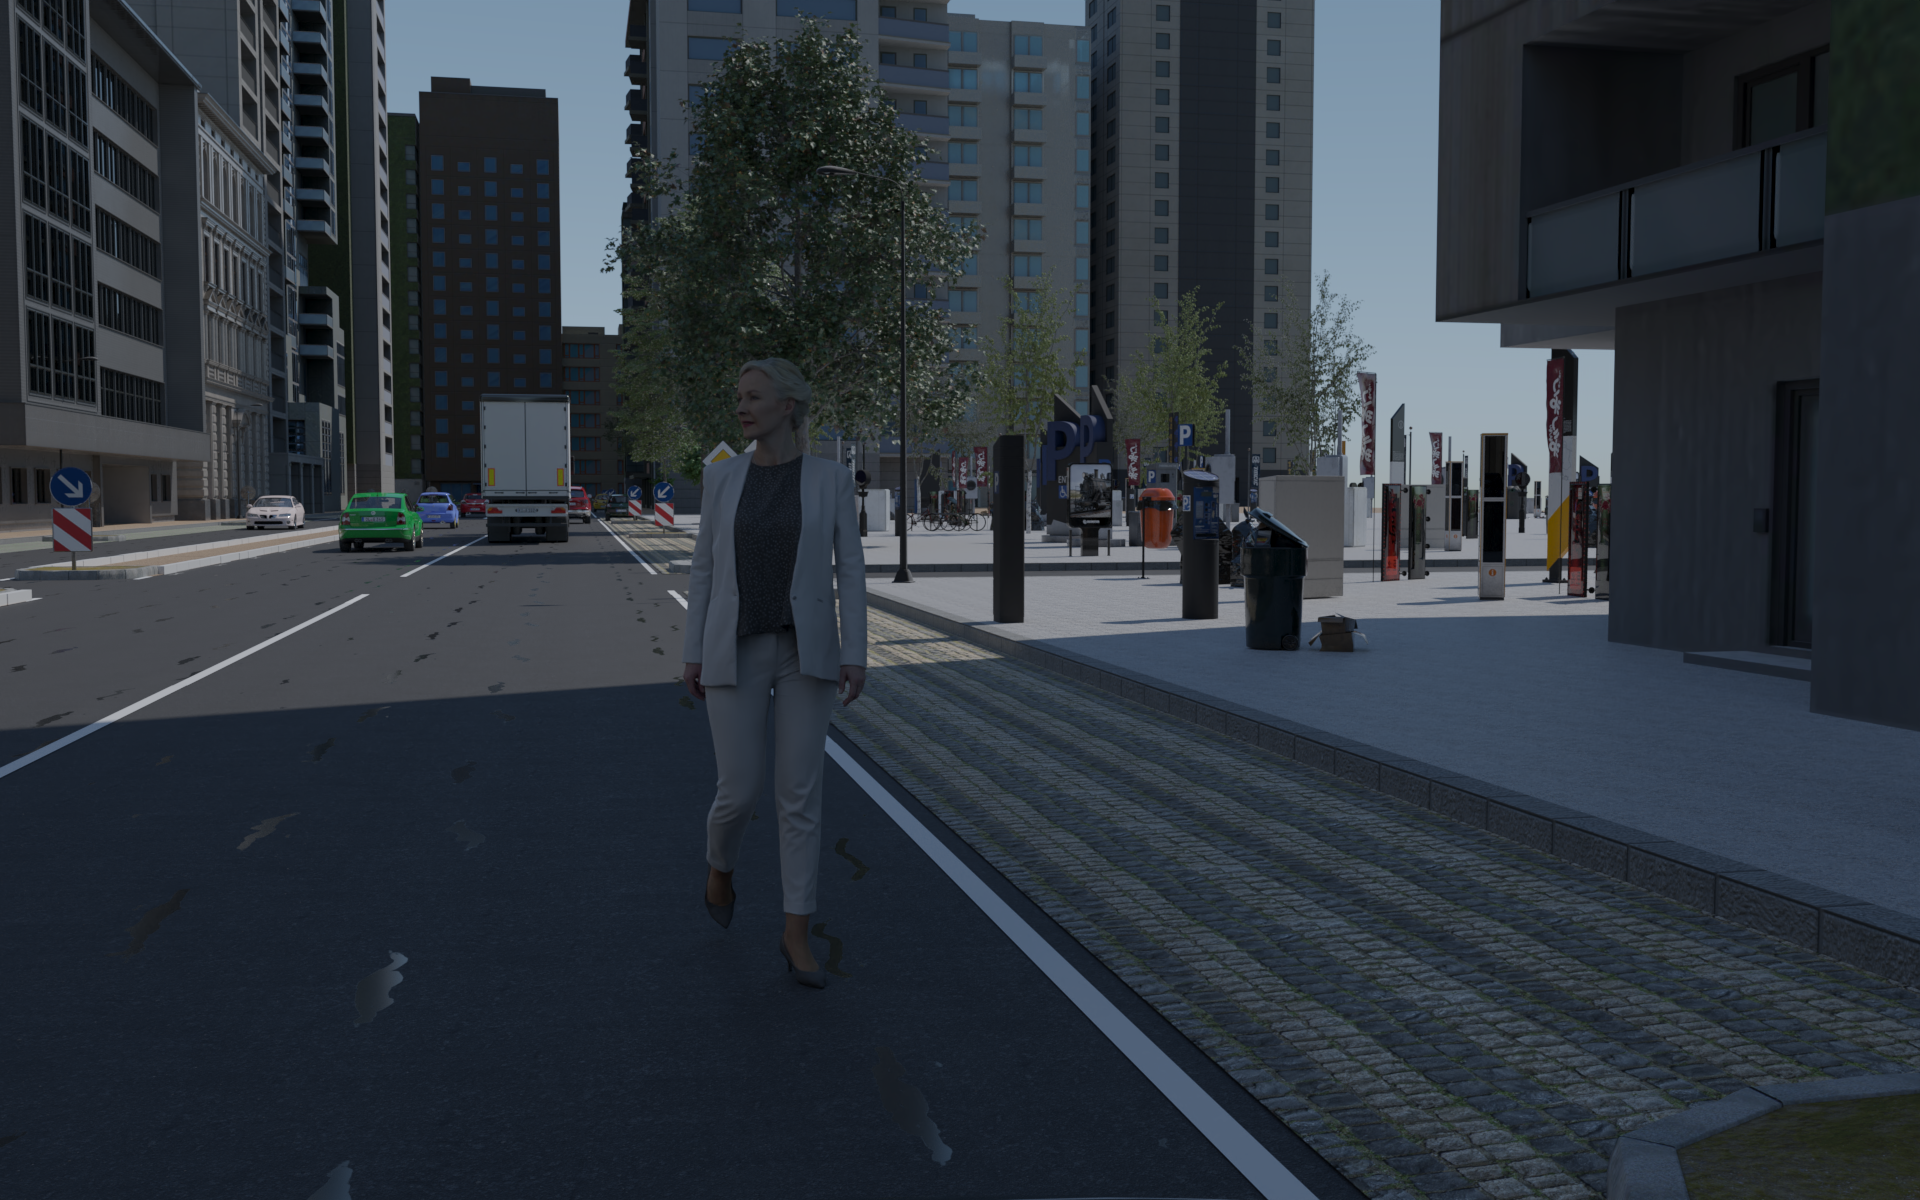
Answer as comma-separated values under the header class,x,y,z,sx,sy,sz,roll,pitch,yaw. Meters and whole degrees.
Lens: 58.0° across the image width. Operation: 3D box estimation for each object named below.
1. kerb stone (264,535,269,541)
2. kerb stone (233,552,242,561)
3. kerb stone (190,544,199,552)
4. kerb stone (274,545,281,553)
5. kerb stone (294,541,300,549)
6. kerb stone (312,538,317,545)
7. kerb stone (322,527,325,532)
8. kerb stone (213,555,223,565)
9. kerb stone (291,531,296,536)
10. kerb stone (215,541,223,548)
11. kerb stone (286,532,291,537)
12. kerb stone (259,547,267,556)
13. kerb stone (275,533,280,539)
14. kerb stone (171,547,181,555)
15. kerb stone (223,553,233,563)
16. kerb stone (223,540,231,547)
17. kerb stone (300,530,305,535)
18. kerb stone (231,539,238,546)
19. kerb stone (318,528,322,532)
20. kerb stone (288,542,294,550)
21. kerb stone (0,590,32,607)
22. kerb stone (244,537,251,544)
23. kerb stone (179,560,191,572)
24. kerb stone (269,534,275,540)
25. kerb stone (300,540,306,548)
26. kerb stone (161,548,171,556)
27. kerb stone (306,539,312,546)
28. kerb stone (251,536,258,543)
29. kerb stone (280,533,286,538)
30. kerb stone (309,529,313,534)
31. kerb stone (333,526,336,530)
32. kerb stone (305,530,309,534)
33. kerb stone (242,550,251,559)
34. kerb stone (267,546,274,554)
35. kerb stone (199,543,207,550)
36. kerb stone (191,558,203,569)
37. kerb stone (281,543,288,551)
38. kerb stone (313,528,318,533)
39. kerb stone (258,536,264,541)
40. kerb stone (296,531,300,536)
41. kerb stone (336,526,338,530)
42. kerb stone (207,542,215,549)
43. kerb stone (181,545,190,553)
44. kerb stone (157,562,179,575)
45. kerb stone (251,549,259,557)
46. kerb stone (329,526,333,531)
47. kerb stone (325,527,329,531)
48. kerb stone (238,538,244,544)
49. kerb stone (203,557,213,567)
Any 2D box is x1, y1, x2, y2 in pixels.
class,x,y,z,sx,sy,sz,roll,pitch,yaw
kerb stone,-21.320,-1.878,52.895,0.120,0.150,1.000,-1,4,-13
kerb stone,-15.688,-0.924,37.304,0.120,0.150,1.000,-1,4,-13
kerb stone,-19.082,-1.265,42.876,0.120,0.150,1.000,-1,4,-13
kerb stone,-16.805,-1.229,42.325,0.120,0.150,1.000,-1,4,-13
kerb stone,-17.479,-1.415,45.328,0.120,0.150,1.000,-1,4,-13
kerb stone,-18.149,-1.599,48.341,0.120,0.150,1.000,-1,4,-13
kerb stone,-24.018,-2.610,64.910,0.120,0.150,1.000,-1,4,-13
kerb stone,-15.237,-0.799,35.300,0.120,0.150,1.000,-1,4,-13
kerb stone,-22.443,-2.184,57.903,0.120,0.150,1.000,-1,4,-13
kerb stone,-19.750,-1.449,45.890,0.120,0.150,1.000,-1,4,-13
kerb stone,-22.218,-2.123,56.902,0.120,0.150,1.000,-1,4,-13
kerb stone,-16.351,-1.108,40.308,0.120,0.150,1.000,-1,4,-13
kerb stone,-21.775,-2.001,54.906,0.120,0.150,1.000,-1,4,-13
kerb stone,-18.630,-1.141,40.868,0.120,0.150,1.000,-1,4,-13
kerb stone,-15.451,-0.862,36.300,0.120,0.150,1.000,-1,4,-13
kerb stone,-19.975,-1.510,46.887,0.120,0.150,1.000,-1,4,-13
kerb stone,-22.884,-2.305,59.901,0.120,0.150,1.000,-1,4,-13
kerb stone,-20.197,-1.566,47.894,0.120,0.150,1.000,-1,4,-13
kerb stone,-23.785,-2.544,63.913,0.120,0.150,1.000,-1,4,-13
kerb stone,-17.253,-1.353,44.320,0.120,0.150,1.000,-1,4,-13
kerb stone,-12.423,-0.033,22.772,0.120,0.150,1.000,-1,4,-13
kerb stone,-20.651,-1.690,49.901,0.120,0.150,1.000,-1,4,-13
kerb stone,-14.559,-0.618,32.306,0.120,0.150,1.000,-1,4,-13
kerb stone,-21.541,-1.933,53.894,0.120,0.150,1.000,-1,4,-13
kerb stone,-17.699,-1.476,46.326,0.120,0.150,1.000,-1,4,-13
kerb stone,-18.401,-1.081,39.871,0.120,0.150,1.000,-1,4,-13
kerb stone,-17.925,-1.538,47.335,0.120,0.150,1.000,-1,4,-13
kerb stone,-20.869,-1.756,50.899,0.120,0.150,1.000,-1,4,-13
kerb stone,-21.989,-2.062,55.905,0.120,0.150,1.000,-1,4,-13
kerb stone,-23.343,-2.422,61.904,0.120,0.150,1.000,-1,4,-13
kerb stone,-24.688,-2.796,67.910,0.120,0.150,1.000,-1,4,-13
kerb stone,-23.110,-2.360,60.907,0.120,0.150,1.000,-1,4,-13
kerb stone,-15.904,-0.983,38.313,0.120,0.150,1.000,-1,4,-13
kerb stone,-16.578,-1.170,41.322,0.120,0.150,1.000,-1,4,-13
kerb stone,-19.297,-1.326,43.875,0.120,0.150,1.000,-1,4,-13
kerb stone,-14.786,-0.680,33.306,0.120,0.150,1.000,-1,4,-13
kerb stone,-17.020,-1.292,43.325,0.120,0.150,1.000,-1,4,-13
kerb stone,-23.561,-2.490,62.915,0.120,0.150,1.000,-1,4,-13
kerb stone,-21.096,-1.817,51.897,0.120,0.150,1.000,-1,4,-13
kerb stone,-22.667,-2.244,58.901,0.120,0.150,1.000,-1,4,-13
kerb stone,-24.897,-2.857,68.911,0.120,0.150,1.000,-1,4,-13
kerb stone,-19.526,-1.387,44.878,0.120,0.150,1.000,-1,4,-13
kerb stone,-18.857,-1.204,41.879,0.120,0.150,1.000,-1,4,-13
kerb stone,-14.329,-0.557,31.297,0.120,0.150,1.000,-1,4,-13
kerb stone,-16.122,-1.047,39.311,0.120,0.150,1.000,-1,4,-13
kerb stone,-24.457,-2.731,66.914,0.120,0.150,1.000,-1,4,-13
kerb stone,-24.237,-2.674,65.913,0.120,0.150,1.000,-1,4,-13
kerb stone,-20.435,-1.633,48.901,0.120,0.150,1.000,-1,4,-13
kerb stone,-15.011,-0.736,34.303,0.120,0.150,1.000,-1,4,-13
